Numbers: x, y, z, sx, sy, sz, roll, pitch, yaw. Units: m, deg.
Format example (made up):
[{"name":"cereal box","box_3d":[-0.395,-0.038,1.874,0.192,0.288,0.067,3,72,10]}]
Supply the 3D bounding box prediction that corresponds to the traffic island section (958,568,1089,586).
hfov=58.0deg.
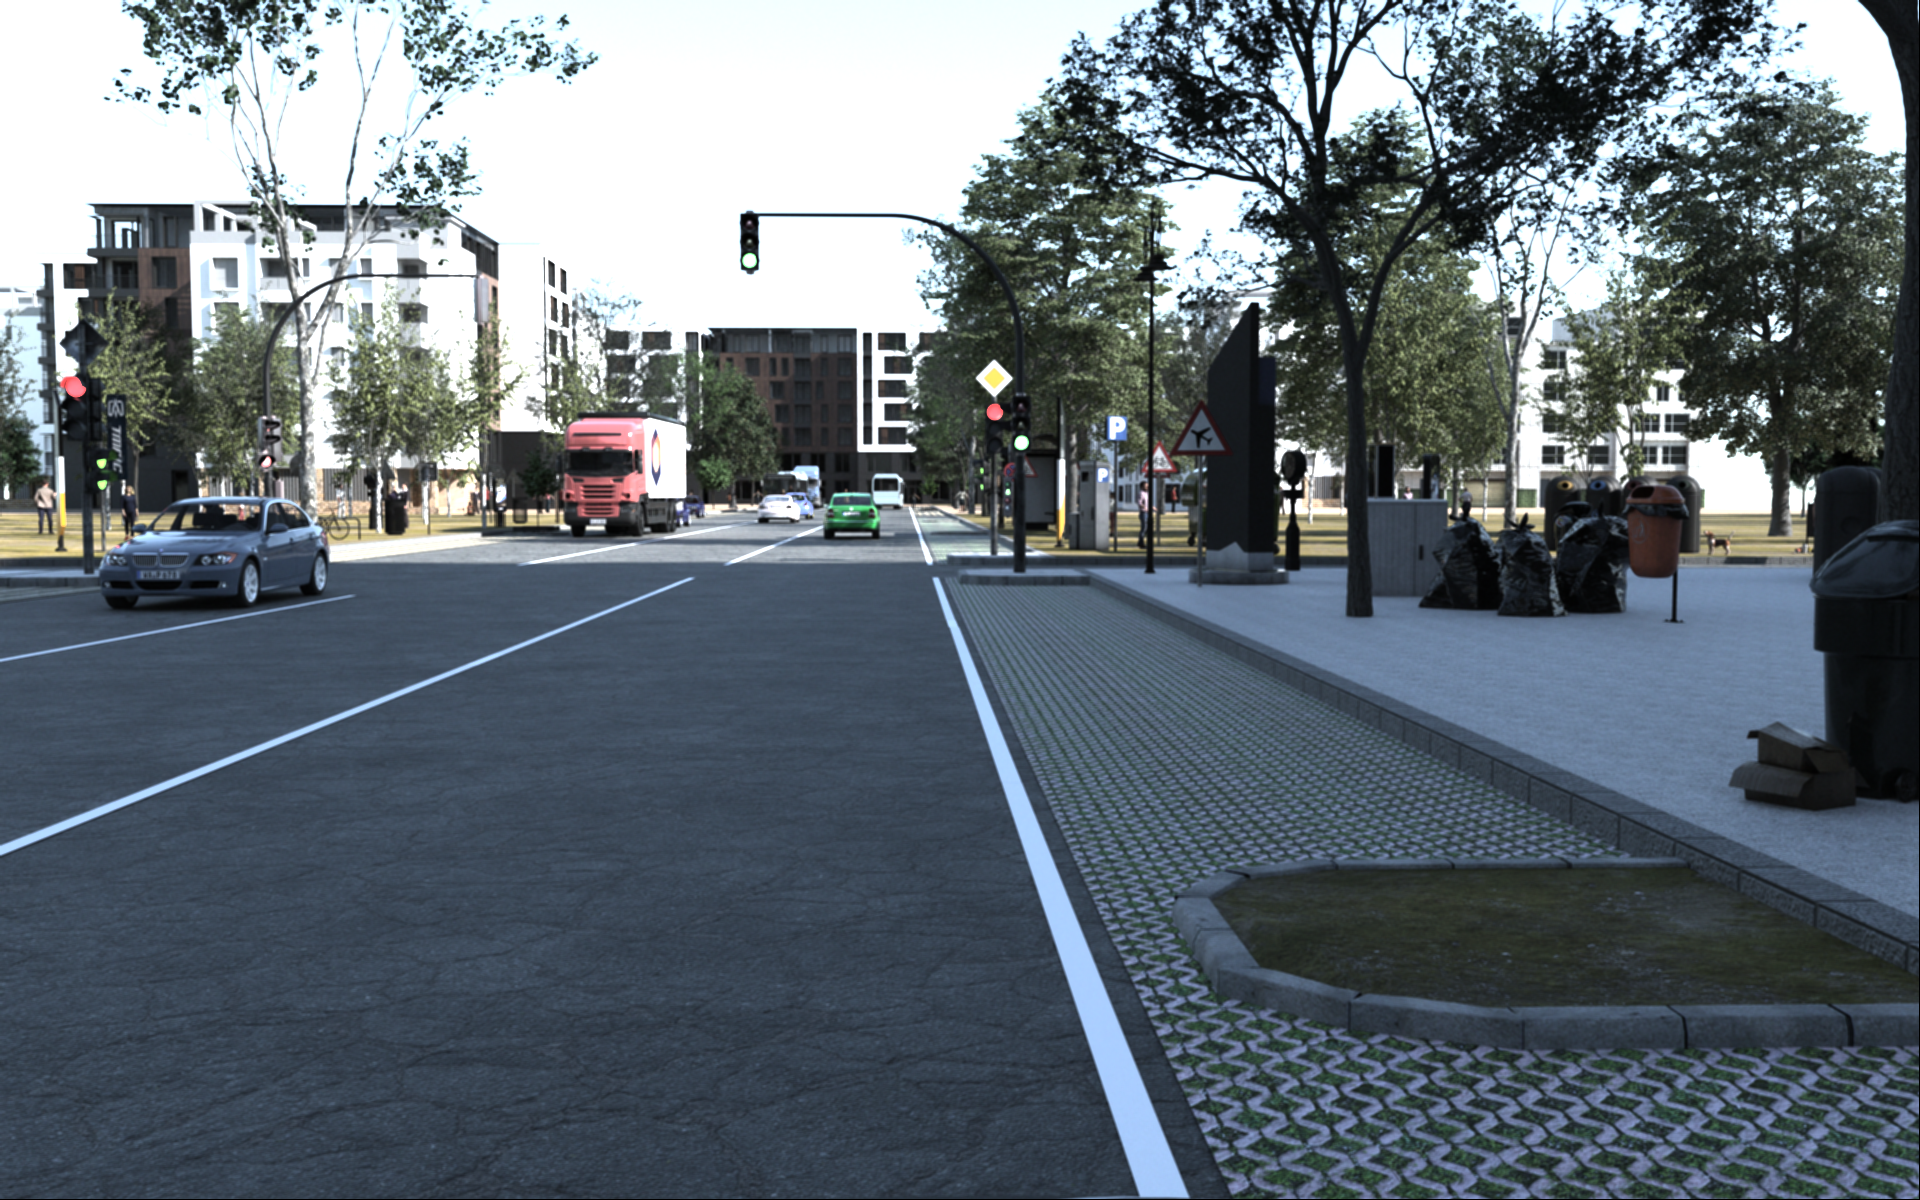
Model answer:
[{"name":"traffic island section","box_3d":[0.988,-0.372,28.371,2.009,0.180,2.903,0,4,-2]}]

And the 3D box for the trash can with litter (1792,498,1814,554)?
[{"name":"trash can with litter","box_3d":[19.122,-1.624,37.607,2.233,1.210,1.678,1,4,11]}]

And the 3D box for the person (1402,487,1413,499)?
[{"name":"person","box_3d":[19.134,-4.037,74.013,0.963,1.587,0.435,-1,4,-22]}]

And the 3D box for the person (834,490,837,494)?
[{"name":"person","box_3d":[-13.118,-10.694,183.356,0.705,1.823,1.348,2,4,32]}]

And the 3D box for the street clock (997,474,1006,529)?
[{"name":"street clock","box_3d":[1.522,-3.624,63.823,0.358,2.002,0.471,-1,4,-15]}]

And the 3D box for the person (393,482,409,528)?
[{"name":"person","box_3d":[-21.311,-3.616,65.968,0.742,1.727,0.445,0,4,8]}]

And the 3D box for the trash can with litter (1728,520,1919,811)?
[{"name":"trash can with litter","box_3d":[3.778,0.254,7.241,1.055,1.170,0.624,-2,4,-30]}]

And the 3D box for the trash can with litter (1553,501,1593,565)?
[{"name":"trash can with litter","box_3d":[9.274,-0.931,26.602,0.624,1.170,1.055,0,4,-3]}]

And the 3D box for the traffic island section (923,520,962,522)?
[{"name":"traffic island section","box_3d":[-0.903,-4.010,88.429,1.991,0.108,1.994,0,4,-2]}]

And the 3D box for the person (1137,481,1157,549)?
[{"name":"person","box_3d":[4.301,-1.974,40.274,0.435,1.587,0.963,1,4,17]}]

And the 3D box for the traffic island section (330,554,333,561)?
[{"name":"traffic island section","box_3d":[-14.298,-0.832,35.883,2.009,0.180,2.903,0,4,-2]}]

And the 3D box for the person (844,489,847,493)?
[{"name":"person","box_3d":[-7.944,-6.847,120.536,1.348,1.812,0.705,-2,4,-33]}]

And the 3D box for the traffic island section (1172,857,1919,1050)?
[{"name":"traffic island section","box_3d":[1.712,1.066,5.430,1.991,0.108,1.994,0,4,-2]}]

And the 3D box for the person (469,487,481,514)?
[{"name":"person","box_3d":[-31.687,-6.497,113.078,0.445,1.727,0.742,2,4,32]}]

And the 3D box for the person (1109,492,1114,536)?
[{"name":"person","box_3d":[4.549,-2.626,52.891,0.435,1.345,0.340,-2,4,-33]}]

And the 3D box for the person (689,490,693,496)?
[{"name":"person","box_3d":[-28.065,-10.628,180.538,0.721,1.735,1.217,1,4,14]}]

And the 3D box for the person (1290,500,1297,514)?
[{"name":"person","box_3d":[21.264,-6.248,110.469,0.482,1.546,0.388,0,4,1]}]

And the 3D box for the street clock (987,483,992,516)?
[{"name":"street clock","box_3d":[1.718,-6.051,103.500,0.471,2.002,0.358,2,4,29]}]

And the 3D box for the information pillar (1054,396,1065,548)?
[{"name":"information pillar","box_3d":[2.421,-3.077,41.659,0.183,3.616,0.504,1,4,16]}]

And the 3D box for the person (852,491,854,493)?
[{"name":"person","box_3d":[-9.804,-9.196,159.582,1.217,1.735,0.721,-1,4,-16]}]

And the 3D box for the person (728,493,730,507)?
[{"name":"person","box_3d":[-23.737,-10.321,178.050,0.557,1.426,1.065,0,4,2]}]

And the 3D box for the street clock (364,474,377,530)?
[{"name":"street clock","box_3d":[-21.218,-3.545,62.526,0.358,2.002,0.471,3,4,38]}]

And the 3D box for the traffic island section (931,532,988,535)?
[{"name":"traffic island section","box_3d":[-0.038,-2.333,61.005,1.991,0.108,1.994,0,4,-2]}]

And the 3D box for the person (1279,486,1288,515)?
[{"name":"person","box_3d":[19.424,-6.007,104.802,0.434,1.755,0.990,-3,5,-40]}]

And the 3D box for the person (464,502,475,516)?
[{"name":"person","box_3d":[-29.304,-5.473,103.815,0.655,0.850,0.859,2,4,34]}]

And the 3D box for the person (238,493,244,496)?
[{"name":"person","box_3d":[-29.601,-3.758,71.399,0.340,1.345,0.435,-2,4,-28]}]

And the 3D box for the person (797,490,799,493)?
[{"name":"person","box_3d":[-12.075,-7.336,129.230,1.217,1.735,0.721,0,4,3]}]

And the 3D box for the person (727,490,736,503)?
[{"name":"person","box_3d":[-24.153,-10.774,182.905,1.217,1.735,0.721,-3,5,-41]}]

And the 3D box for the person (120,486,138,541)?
[{"name":"person","box_3d":[-22.800,-2.378,47.470,0.613,1.512,0.480,3,4,38]}]

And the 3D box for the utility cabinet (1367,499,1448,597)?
[{"name":"utility cabinet","box_3d":[5.585,-0.649,21.772,1.020,1.237,0.306,1,4,8]}]

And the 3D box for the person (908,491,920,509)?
[{"name":"person","box_3d":[-4.478,-9.667,167.279,1.217,1.735,0.721,1,4,13]}]

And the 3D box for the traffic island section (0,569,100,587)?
[{"name":"traffic island section","box_3d":[-14.046,-0.344,27.902,2.009,0.180,2.903,0,4,-2]}]

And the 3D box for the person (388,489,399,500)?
[{"name":"person","box_3d":[-27.572,-4.640,84.115,0.569,1.553,0.471,0,4,-6]}]

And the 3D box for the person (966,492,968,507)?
[{"name":"person","box_3d":[0.712,-9.832,166.895,0.705,1.812,1.348,-3,5,-41]}]

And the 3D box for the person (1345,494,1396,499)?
[{"name":"person","box_3d":[6.595,-1.276,27.632,0.841,1.734,0.376,3,5,39]}]

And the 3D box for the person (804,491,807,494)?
[{"name":"person","box_3d":[-10.803,-6.727,119.949,0.593,1.643,0.415,-2,4,-33]}]

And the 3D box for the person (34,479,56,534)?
[{"name":"person","box_3d":[-29.623,-3.030,56.119,0.617,1.759,0.750,-1,4,-22]}]

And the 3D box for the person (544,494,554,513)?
[{"name":"person","box_3d":[-28.299,-6.874,119.151,1.217,1.743,0.721,3,5,45]}]

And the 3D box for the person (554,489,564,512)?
[{"name":"person","box_3d":[-28.490,-7.216,123.967,1.348,1.831,0.705,-3,4,-37]}]

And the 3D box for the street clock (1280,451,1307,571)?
[{"name":"street clock","box_3d":[5.588,-1.498,29.055,0.358,2.002,0.471,-1,4,-21]}]

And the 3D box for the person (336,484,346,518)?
[{"name":"person","box_3d":[-31.873,-5.082,89.274,0.789,1.805,0.875,1,4,21]}]

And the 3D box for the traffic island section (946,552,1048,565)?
[{"name":"traffic island section","box_3d":[0.736,-0.861,36.352,2.009,0.180,2.903,0,4,-2]}]

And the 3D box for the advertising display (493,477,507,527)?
[{"name":"advertising display","box_3d":[-17.847,-3.789,67.165,0.123,1.923,0.974,1,4,9]}]

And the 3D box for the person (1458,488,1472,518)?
[{"name":"person","box_3d":[22.695,-4.253,77.794,0.614,1.554,0.590,1,4,20]}]

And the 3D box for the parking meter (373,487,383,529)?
[{"name":"parking meter","box_3d":[-21.600,-3.414,64.232,0.372,1.533,0.369,0,3,0]}]

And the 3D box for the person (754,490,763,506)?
[{"name":"person","box_3d":[-21.658,-10.952,185.832,1.217,1.735,0.721,-1,4,-18]}]

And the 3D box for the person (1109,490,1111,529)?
[{"name":"person","box_3d":[5.441,-3.517,64.256,0.504,1.737,0.576,3,5,45]}]

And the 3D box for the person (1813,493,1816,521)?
[{"name":"person","box_3d":[17.510,-1.604,34.860,0.598,1.807,0.434,3,5,40]}]

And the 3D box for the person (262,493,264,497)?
[{"name":"person","box_3d":[-29.877,-4.153,74.673,0.376,1.734,0.841,-1,4,-15]}]

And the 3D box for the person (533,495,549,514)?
[{"name":"person","box_3d":[-27.717,-6.614,114.318,0.705,1.807,1.348,2,4,31]}]

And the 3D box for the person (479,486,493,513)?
[{"name":"person","box_3d":[-32.157,-6.826,117.590,1.348,1.831,0.705,0,4,1]}]

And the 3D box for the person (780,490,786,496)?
[{"name":"person","box_3d":[-12.416,-6.917,122.117,1.217,1.766,0.721,1,4,17]}]

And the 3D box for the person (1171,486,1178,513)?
[{"name":"person","box_3d":[14.585,-6.849,117.956,0.705,1.831,1.348,0,4,-3]}]

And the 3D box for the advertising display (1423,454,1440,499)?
[{"name":"advertising display","box_3d":[7.724,-1.418,28.400,0.123,1.923,0.974,2,4,24]}]
